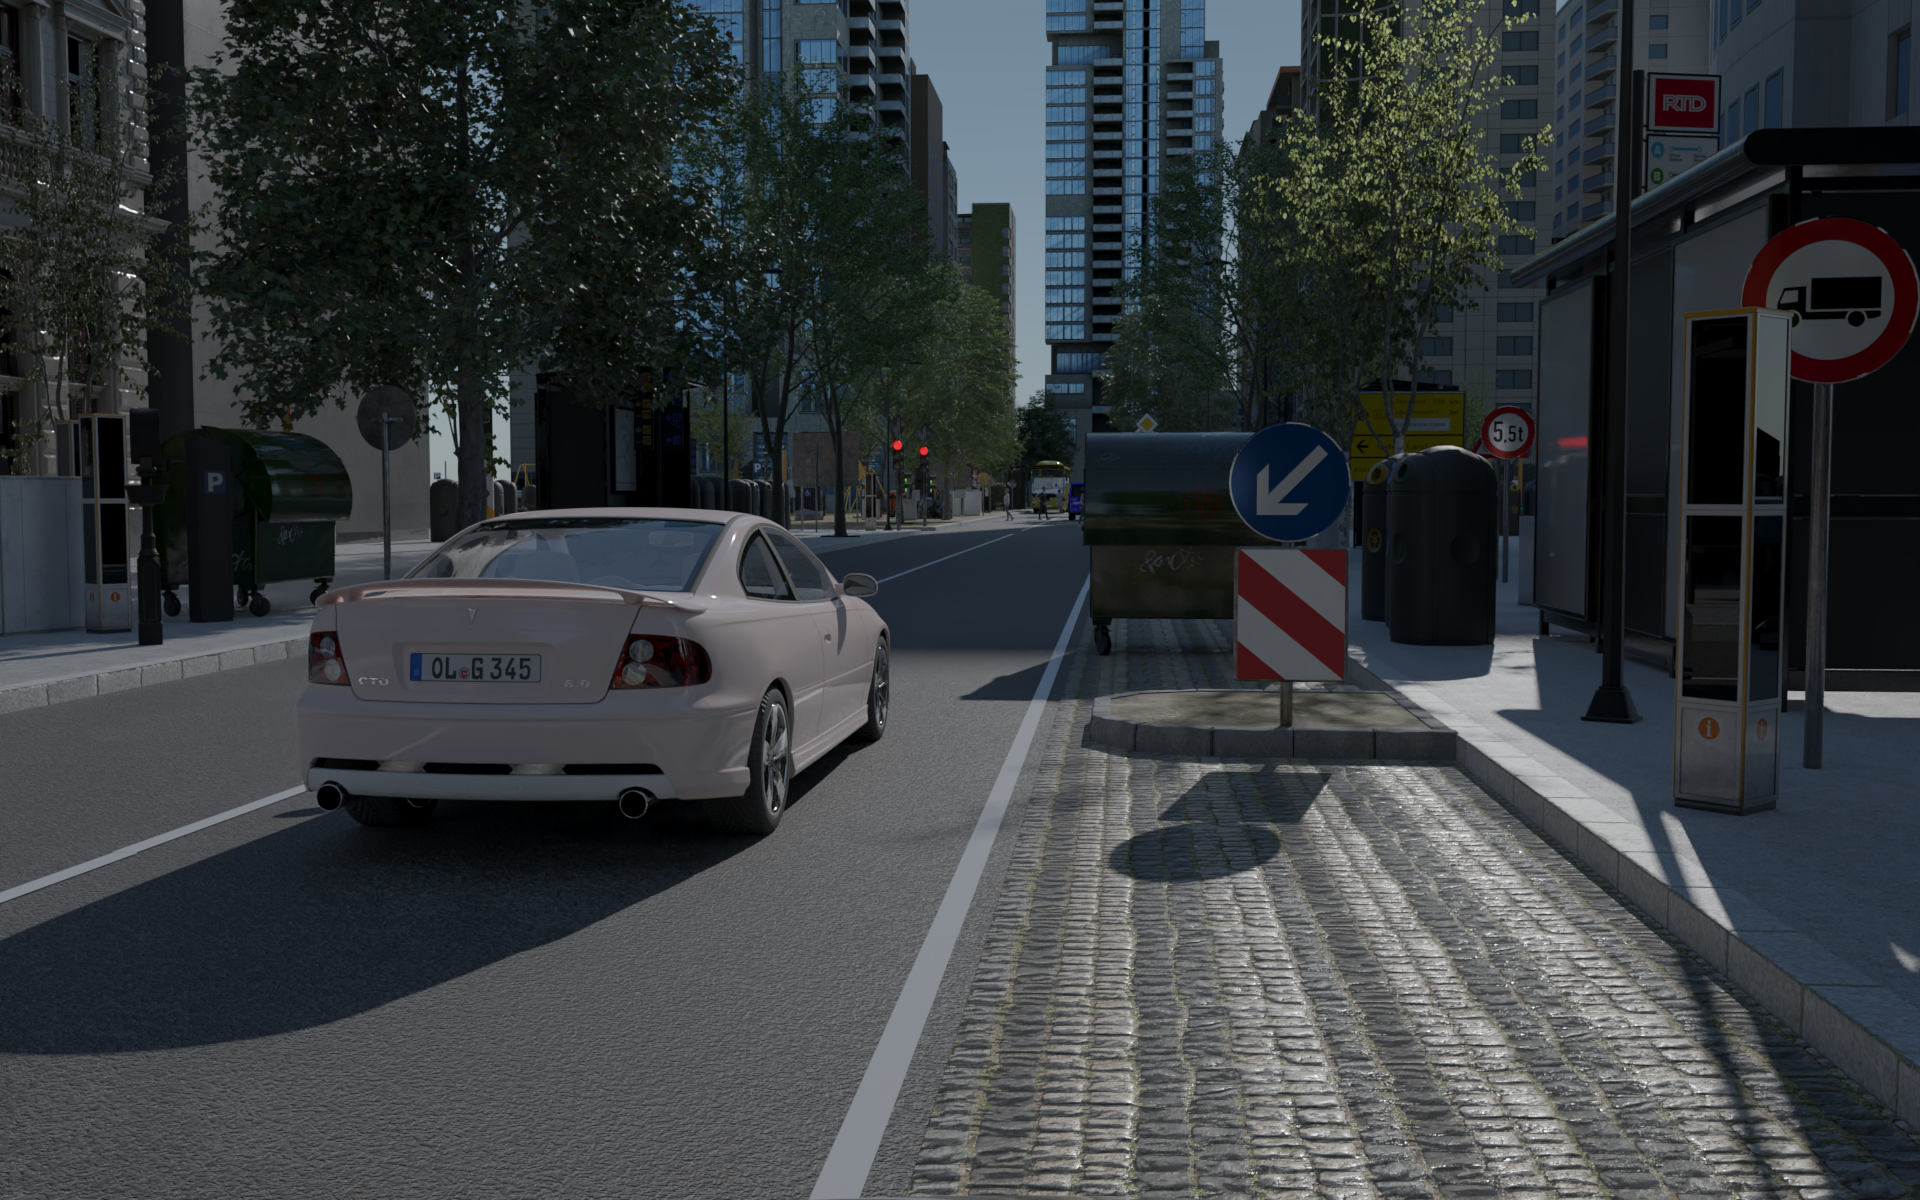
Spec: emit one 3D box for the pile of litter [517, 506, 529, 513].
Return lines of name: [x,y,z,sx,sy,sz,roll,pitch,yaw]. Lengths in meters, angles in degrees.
pile of litter: [-15.437,-2.904,61.437,1.719,0.858,1.176,-1,4,-13]

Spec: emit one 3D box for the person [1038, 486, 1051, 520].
person: [4.636,-5.321,95.269,0.755,1.850,0.659,3,4,37]

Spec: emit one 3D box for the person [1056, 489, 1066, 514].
person: [7.298,-7.103,124.990,0.716,1.782,0.532,0,4,8]

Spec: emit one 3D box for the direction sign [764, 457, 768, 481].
direction sign: [-11.846,-6.959,105.774,0.379,3.537,0.876,1,4,8]

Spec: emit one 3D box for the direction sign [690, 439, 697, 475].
direction sign: [-11.179,-4.808,70.608,0.876,3.537,0.379,-1,4,-11]

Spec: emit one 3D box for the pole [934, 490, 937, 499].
pole: [-1.592,-7.236,112.146,0.158,3.312,0.155,0,3,0]

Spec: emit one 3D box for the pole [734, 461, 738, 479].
pole: [-13.796,-6.906,106.763,0.158,3.312,0.155,0,3,0]

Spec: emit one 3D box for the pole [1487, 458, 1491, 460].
pole: [27.369,-5.865,89.732,0.158,3.312,0.155,0,3,0]

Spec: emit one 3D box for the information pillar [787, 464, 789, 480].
information pillar: [-13.218,-8.669,133.099,0.183,3.616,0.504,0,4,6]

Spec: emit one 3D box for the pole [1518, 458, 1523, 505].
pole: [28.106,-5.693,86.931,0.158,3.312,0.155,0,3,0]

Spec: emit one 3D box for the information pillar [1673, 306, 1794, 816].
information pillar: [3.132,-0.155,7.029,0.304,2.012,0.304,-3,4,-38]

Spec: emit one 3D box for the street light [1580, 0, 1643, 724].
street light: [3.164,-2.274,9.714,1.470,5.913,1.316,0,4,5]

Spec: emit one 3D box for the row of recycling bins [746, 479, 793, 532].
row of recycling bins: [-5.866,-2.554,48.863,1.069,1.692,3.534,1,4,14]

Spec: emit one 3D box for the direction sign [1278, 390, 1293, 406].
direction sign: [7.102,-2.807,37.886,0.379,3.537,0.876,2,4,30]

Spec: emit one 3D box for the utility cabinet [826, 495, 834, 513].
utility cabinet: [-8.665,-6.529,117.909,1.020,1.237,0.306,2,4,35]

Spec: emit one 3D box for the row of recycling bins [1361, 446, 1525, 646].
row of recycling bins: [4.401,-0.560,16.273,1.069,1.692,3.534,1,4,8]

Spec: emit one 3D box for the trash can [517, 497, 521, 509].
trash can: [-21.767,-4.534,85.780,0.748,1.137,0.748,0,3,0]

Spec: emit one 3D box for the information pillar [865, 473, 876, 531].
information pillar: [-3.114,-3.420,60.401,0.304,2.012,0.304,2,4,23]

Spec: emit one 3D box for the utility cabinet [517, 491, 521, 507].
utility cabinet: [-28.983,-6.384,113.054,1.173,1.500,0.318,2,4,29]

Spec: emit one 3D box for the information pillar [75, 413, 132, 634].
information pillar: [-7.883,-0.703,15.980,0.304,2.012,0.304,3,4,38]

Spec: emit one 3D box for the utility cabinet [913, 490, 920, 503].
utility cabinet: [-2.449,-5.394,96.864,0.318,1.500,1.173,0,4,-7]

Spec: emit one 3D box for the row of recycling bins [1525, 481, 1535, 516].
row of recycling bins: [18.086,-2.810,53.064,3.534,1.692,1.069,0,4,6]

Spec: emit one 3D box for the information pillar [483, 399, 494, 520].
information pillar: [-11.358,-3.055,41.306,0.504,3.616,0.183,0,4,-2]

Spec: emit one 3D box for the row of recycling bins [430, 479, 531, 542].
row of recycling bins: [-13.364,-2.494,47.897,1.069,1.692,3.534,1,4,18]

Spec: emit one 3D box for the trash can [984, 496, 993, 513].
trash can: [2.262,-7.492,134.145,0.748,1.137,0.748,0,3,0]

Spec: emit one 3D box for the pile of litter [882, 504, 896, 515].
pile of litter: [-4.343,-5.733,107.701,1.719,0.858,1.176,1,4,15]

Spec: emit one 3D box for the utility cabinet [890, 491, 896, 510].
utility cabinet: [-4.340,-6.489,114.771,0.318,1.500,1.173,-2,4,-25]

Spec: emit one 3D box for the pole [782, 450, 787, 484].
pole: [-8.103,-5.272,80.039,0.158,3.312,0.155,0,3,0]

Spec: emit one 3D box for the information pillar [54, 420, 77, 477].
information pillar: [-8.835,-0.789,17.393,0.304,2.012,0.304,2,4,35]

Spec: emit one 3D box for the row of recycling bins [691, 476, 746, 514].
row of recycling bins: [-5.919,-1.978,39.450,1.069,1.692,3.534,0,4,7]

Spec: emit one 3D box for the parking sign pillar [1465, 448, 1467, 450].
parking sign pillar: [30.422,-7.034,103.472,1.447,3.967,1.447,3,5,39]

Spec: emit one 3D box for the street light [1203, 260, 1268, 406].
street light: [5.509,-3.782,34.377,1.470,5.913,1.316,0,4,5]

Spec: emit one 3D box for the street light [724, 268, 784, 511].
street light: [-4.310,-3.867,35.768,1.470,5.913,1.316,0,4,5]

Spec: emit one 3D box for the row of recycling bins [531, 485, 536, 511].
row of recycling bins: [-18.492,-4.446,79.798,3.534,1.692,1.069,-3,5,-42]

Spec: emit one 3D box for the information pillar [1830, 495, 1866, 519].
information pillar: [8.656,-0.758,16.892,0.304,2.012,0.304,2,4,31]

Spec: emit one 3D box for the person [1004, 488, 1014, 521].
person: [2.593,-5.059,91.886,0.598,1.740,0.731,-1,4,-17]

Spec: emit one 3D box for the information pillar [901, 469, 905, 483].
information pillar: [-4.494,-8.856,136.157,0.183,3.616,0.504,-3,5,-44]

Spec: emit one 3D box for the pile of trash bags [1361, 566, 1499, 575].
pile of trash bags: [8.115,-1.178,29.005,1.912,1.369,3.447,0,4,-7]

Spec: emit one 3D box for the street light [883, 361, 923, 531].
street light: [-1.979,-5.385,60.586,1.470,5.913,1.316,0,4,5]

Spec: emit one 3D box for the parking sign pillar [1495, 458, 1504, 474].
parking sign pillar: [24.323,-5.475,77.986,1.447,3.967,1.447,1,4,14]

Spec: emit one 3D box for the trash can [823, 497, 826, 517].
trash can: [-7.736,-5.130,95.528,0.748,1.137,0.748,0,3,0]

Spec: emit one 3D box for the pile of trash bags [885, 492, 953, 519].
pile of trash bags: [-2.175,-4.878,89.501,3.447,1.369,1.912,-1,4,-16]

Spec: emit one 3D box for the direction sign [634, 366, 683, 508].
direction sign: [-5.332,-2.366,30.673,0.876,3.537,0.379,0,4,3]

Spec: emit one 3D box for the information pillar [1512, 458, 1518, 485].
information pillar: [33.272,-6.863,103.559,0.504,3.616,0.183,0,4,-3]

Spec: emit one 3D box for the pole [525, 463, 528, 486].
pole: [-28.612,-7.373,114.398,0.158,3.312,0.155,0,3,0]

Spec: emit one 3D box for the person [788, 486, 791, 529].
person: [-6.603,-3.457,65.205,0.511,1.800,0.466,3,4,36]

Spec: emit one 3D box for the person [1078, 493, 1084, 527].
person: [5.416,-4.049,75.299,0.593,1.750,0.643,-2,4,-26]

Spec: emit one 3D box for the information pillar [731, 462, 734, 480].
information pillar: [-16.680,-8.299,127.048,0.183,3.616,0.504,0,4,5]
